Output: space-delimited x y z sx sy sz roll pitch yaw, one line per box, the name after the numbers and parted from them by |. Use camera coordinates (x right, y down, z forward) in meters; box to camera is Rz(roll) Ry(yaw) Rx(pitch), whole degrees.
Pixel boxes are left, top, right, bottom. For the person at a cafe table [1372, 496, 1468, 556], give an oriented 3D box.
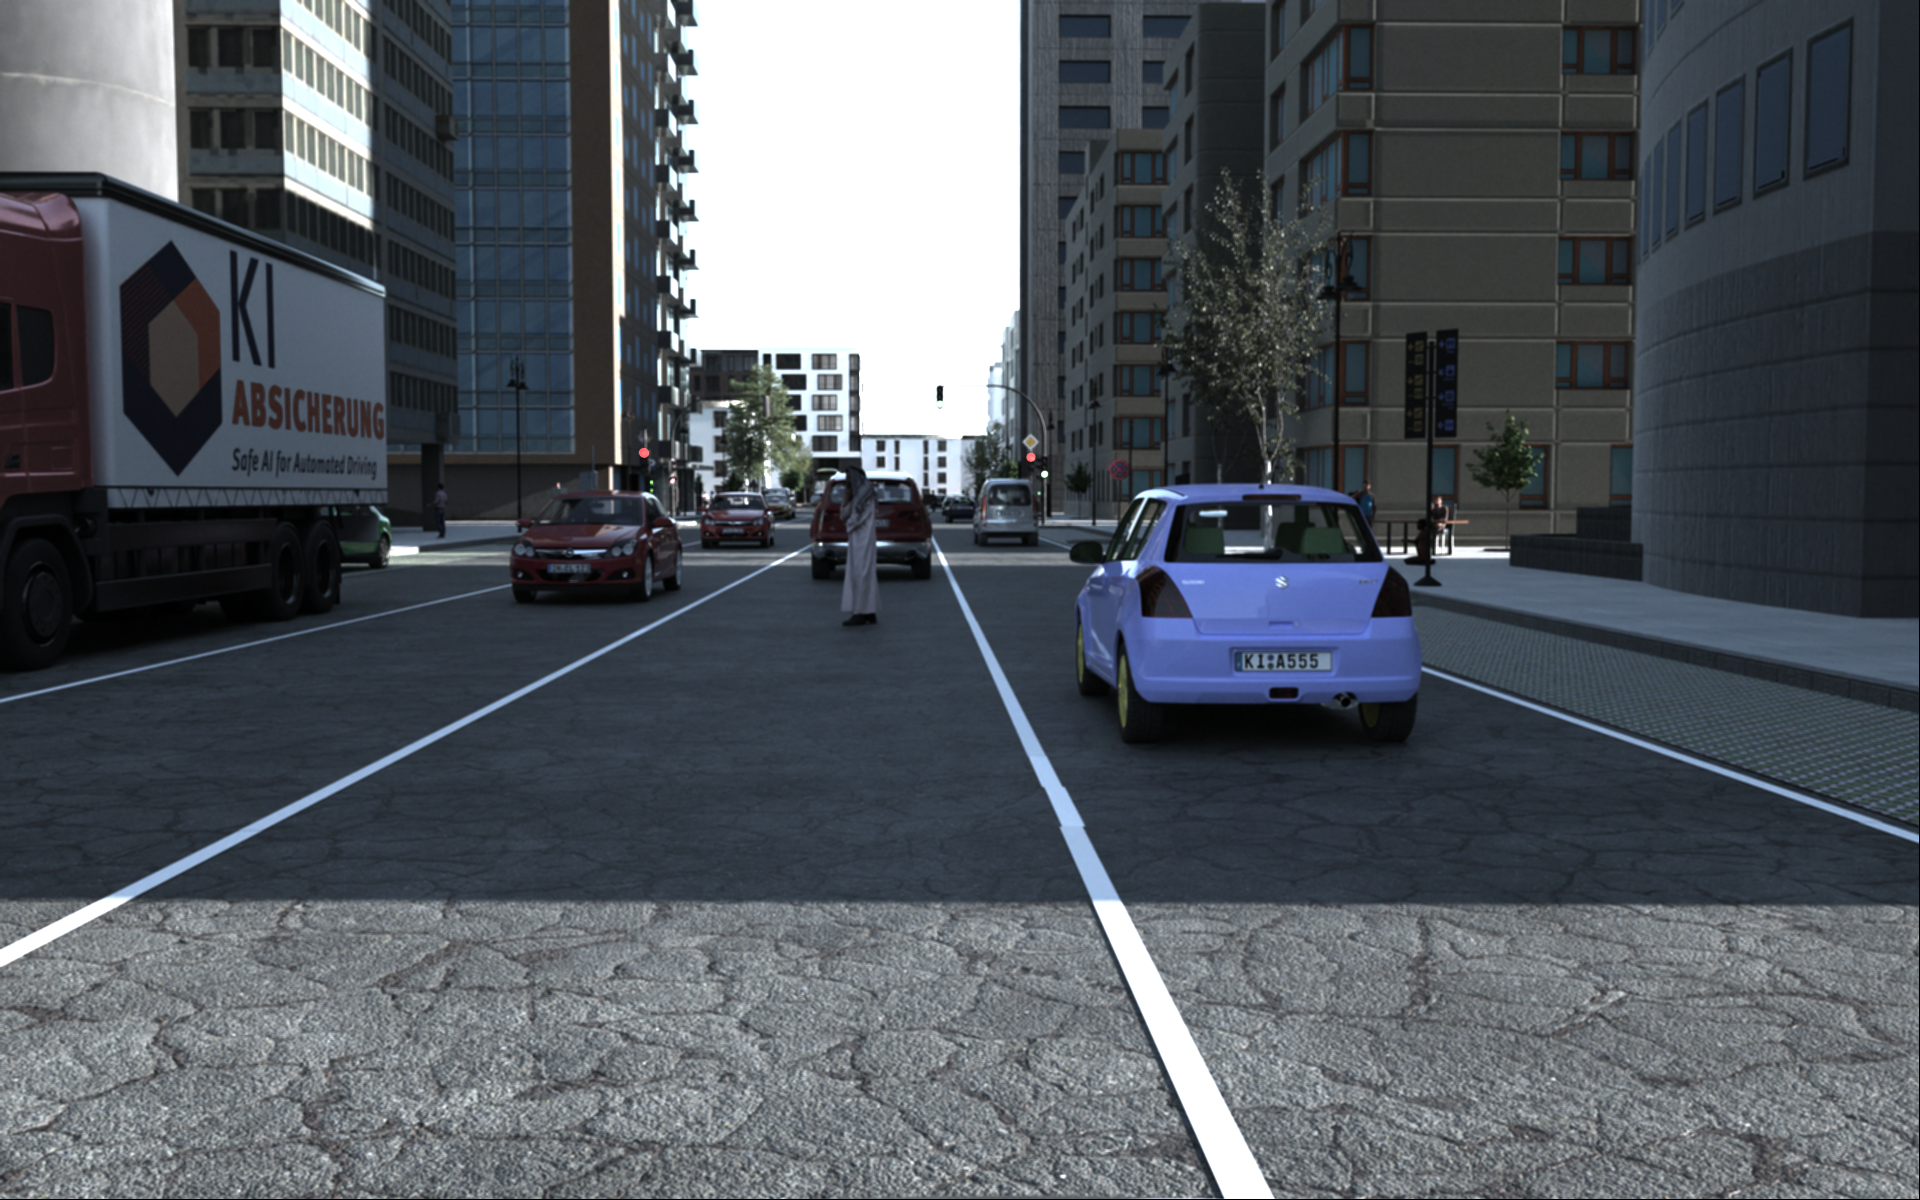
9.927 -1.582 36.732 1.698 1.238 1.726 3 5 43 | person at a cafe table

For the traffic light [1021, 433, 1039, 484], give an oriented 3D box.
3.247 -5.586 80.249 0.839 4.253 0.868 0 4 -2 | traffic light

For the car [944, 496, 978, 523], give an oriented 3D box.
0.177 -4.522 86.522 1.945 1.354 3.894 0 4 -3 | car

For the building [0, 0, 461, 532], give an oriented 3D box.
-28.845 -22.065 52.645 23.993 40.220 32.217 0 4 -2 | building

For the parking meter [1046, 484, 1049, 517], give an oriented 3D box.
4.856 -5.663 98.305 0.399 1.863 0.255 2 4 24 | parking meter

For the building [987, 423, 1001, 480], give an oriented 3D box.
8.709 -16.071 204.913 9.099 9.664 28.070 0 4 -2 | building

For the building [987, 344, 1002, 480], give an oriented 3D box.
11.547 -22.505 224.376 16.016 20.091 11.380 0 4 -2 | building

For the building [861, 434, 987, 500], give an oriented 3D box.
0.064 -18.611 246.434 28.070 9.664 9.099 0 4 -2 | building

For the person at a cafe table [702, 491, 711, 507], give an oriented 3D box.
-22.377 -8.864 153.436 1.622 1.524 1.698 2 4 32 | person at a cafe table

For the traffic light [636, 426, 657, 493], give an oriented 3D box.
-13.024 -5.068 71.790 0.839 4.253 0.868 0 4 -2 | traffic light

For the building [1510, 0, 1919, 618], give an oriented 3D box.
19.746 -29.139 18.422 21.231 58.520 28.212 0 4 -2 | building

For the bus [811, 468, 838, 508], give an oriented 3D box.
-12.829 -10.892 169.631 2.896 3.916 12.252 0 4 -2 | bus

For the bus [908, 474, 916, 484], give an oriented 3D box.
-5.703 -10.294 163.171 2.948 3.499 13.247 0 4 0 | bus

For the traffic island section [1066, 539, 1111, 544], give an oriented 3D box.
4.115 -1.680 50.338 1.991 0.108 1.994 0 4 -2 | traffic island section

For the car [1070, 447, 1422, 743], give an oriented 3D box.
1.716 -0.103 11.281 1.945 1.707 3.694 0 4 -2 | car

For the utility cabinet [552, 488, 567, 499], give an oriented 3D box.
-14.366 -3.269 62.134 0.318 1.500 1.173 0 3 0 | utility cabinet

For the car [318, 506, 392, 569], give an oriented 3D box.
-11.857 -1.397 31.641 1.959 1.807 4.718 0 3 0 | car

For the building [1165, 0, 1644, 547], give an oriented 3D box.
22.400 -12.911 56.127 27.650 21.520 28.899 0 4 -2 | building

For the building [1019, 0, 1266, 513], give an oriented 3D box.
14.935 -35.969 130.090 21.231 58.520 28.212 0 4 -2 | building

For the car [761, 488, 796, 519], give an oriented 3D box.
-10.886 -5.738 102.488 2.281 1.827 5.304 0 4 0 | car

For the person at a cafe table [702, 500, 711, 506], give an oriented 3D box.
-21.544 -8.569 150.968 1.726 1.238 1.698 0 4 3 | person at a cafe table

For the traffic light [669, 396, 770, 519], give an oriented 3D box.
-11.159 -6.434 79.866 4.771 5.953 1.251 0 4 -2 | traffic light

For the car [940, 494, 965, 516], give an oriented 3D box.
-0.297 -6.395 116.354 2.131 1.459 4.920 0 4 -1 | car

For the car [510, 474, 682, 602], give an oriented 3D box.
-5.045 -0.937 24.353 2.155 1.783 4.494 0 4 -1 | car

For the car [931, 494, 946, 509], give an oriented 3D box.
-1.962 -9.668 167.865 2.009 1.686 4.222 0 4 -1 | car

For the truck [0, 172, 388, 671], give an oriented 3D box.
-8.684 -1.741 17.379 2.839 4.237 11.283 0 4 -1 | truck

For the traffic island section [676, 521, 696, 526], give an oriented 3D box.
-13.288 -3.524 79.906 2.009 0.180 2.903 0 4 -2 | traffic island section

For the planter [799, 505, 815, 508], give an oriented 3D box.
-15.835 -9.826 181.799 1.991 0.319 1.994 0 4 -2 | planter

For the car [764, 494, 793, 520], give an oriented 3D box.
-10.231 -5.247 96.012 2.015 1.641 3.980 0 4 -3 | car

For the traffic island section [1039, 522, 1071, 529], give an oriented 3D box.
3.511 -3.064 72.382 2.009 0.180 2.903 0 4 -2 | traffic island section

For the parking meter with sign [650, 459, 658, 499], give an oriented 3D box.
-15.295 -5.515 86.436 0.543 3.016 1.738 0 4 -3 | parking meter with sign

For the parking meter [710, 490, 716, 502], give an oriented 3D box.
-16.218 -6.452 113.894 0.372 1.533 0.369 0 3 0 | parking meter

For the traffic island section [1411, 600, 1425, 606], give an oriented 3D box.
4.906 -0.005 22.947 1.991 0.108 1.994 0 4 -2 | traffic island section

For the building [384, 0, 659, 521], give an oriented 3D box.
-23.294 -26.723 87.024 14.600 45.320 14.200 0 4 -2 | building

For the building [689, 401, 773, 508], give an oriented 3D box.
-24.281 -13.919 169.727 9.099 9.664 28.070 0 4 -2 | building

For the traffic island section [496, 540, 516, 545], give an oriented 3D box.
-12.107 -1.644 49.744 1.991 0.108 1.994 0 4 -2 | traffic island section

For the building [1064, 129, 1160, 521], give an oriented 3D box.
21.453 -15.376 96.437 28.899 21.520 27.650 0 4 -2 | building

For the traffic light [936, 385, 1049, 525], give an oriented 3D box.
1.382 -5.957 72.068 4.771 5.953 1.251 0 4 -2 | traffic light

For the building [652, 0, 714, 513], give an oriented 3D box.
-29.690 -30.422 117.015 23.786 49.044 30.456 0 4 -2 | building

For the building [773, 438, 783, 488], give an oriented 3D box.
-26.163 -15.640 197.868 9.099 9.664 28.070 0 4 -2 | building

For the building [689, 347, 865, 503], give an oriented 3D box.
-30.547 -25.119 254.677 32.646 21.610 27.936 0 4 -2 | building

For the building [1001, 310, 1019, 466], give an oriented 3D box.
13.367 -18.873 175.028 16.747 18.905 31.486 0 4 -2 | building

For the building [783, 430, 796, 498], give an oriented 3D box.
-35.577 -17.275 224.596 28.070 9.664 9.099 0 4 -2 | building

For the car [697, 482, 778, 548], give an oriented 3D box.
-6.020 -2.330 47.141 2.155 1.783 4.494 0 4 -3 | car

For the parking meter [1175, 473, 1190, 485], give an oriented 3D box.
6.151 -2.591 48.071 0.399 1.863 0.255 1 4 23 | parking meter

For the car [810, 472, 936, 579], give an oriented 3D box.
-1.557 -1.350 30.748 2.281 1.827 5.304 0 4 -2 | car
